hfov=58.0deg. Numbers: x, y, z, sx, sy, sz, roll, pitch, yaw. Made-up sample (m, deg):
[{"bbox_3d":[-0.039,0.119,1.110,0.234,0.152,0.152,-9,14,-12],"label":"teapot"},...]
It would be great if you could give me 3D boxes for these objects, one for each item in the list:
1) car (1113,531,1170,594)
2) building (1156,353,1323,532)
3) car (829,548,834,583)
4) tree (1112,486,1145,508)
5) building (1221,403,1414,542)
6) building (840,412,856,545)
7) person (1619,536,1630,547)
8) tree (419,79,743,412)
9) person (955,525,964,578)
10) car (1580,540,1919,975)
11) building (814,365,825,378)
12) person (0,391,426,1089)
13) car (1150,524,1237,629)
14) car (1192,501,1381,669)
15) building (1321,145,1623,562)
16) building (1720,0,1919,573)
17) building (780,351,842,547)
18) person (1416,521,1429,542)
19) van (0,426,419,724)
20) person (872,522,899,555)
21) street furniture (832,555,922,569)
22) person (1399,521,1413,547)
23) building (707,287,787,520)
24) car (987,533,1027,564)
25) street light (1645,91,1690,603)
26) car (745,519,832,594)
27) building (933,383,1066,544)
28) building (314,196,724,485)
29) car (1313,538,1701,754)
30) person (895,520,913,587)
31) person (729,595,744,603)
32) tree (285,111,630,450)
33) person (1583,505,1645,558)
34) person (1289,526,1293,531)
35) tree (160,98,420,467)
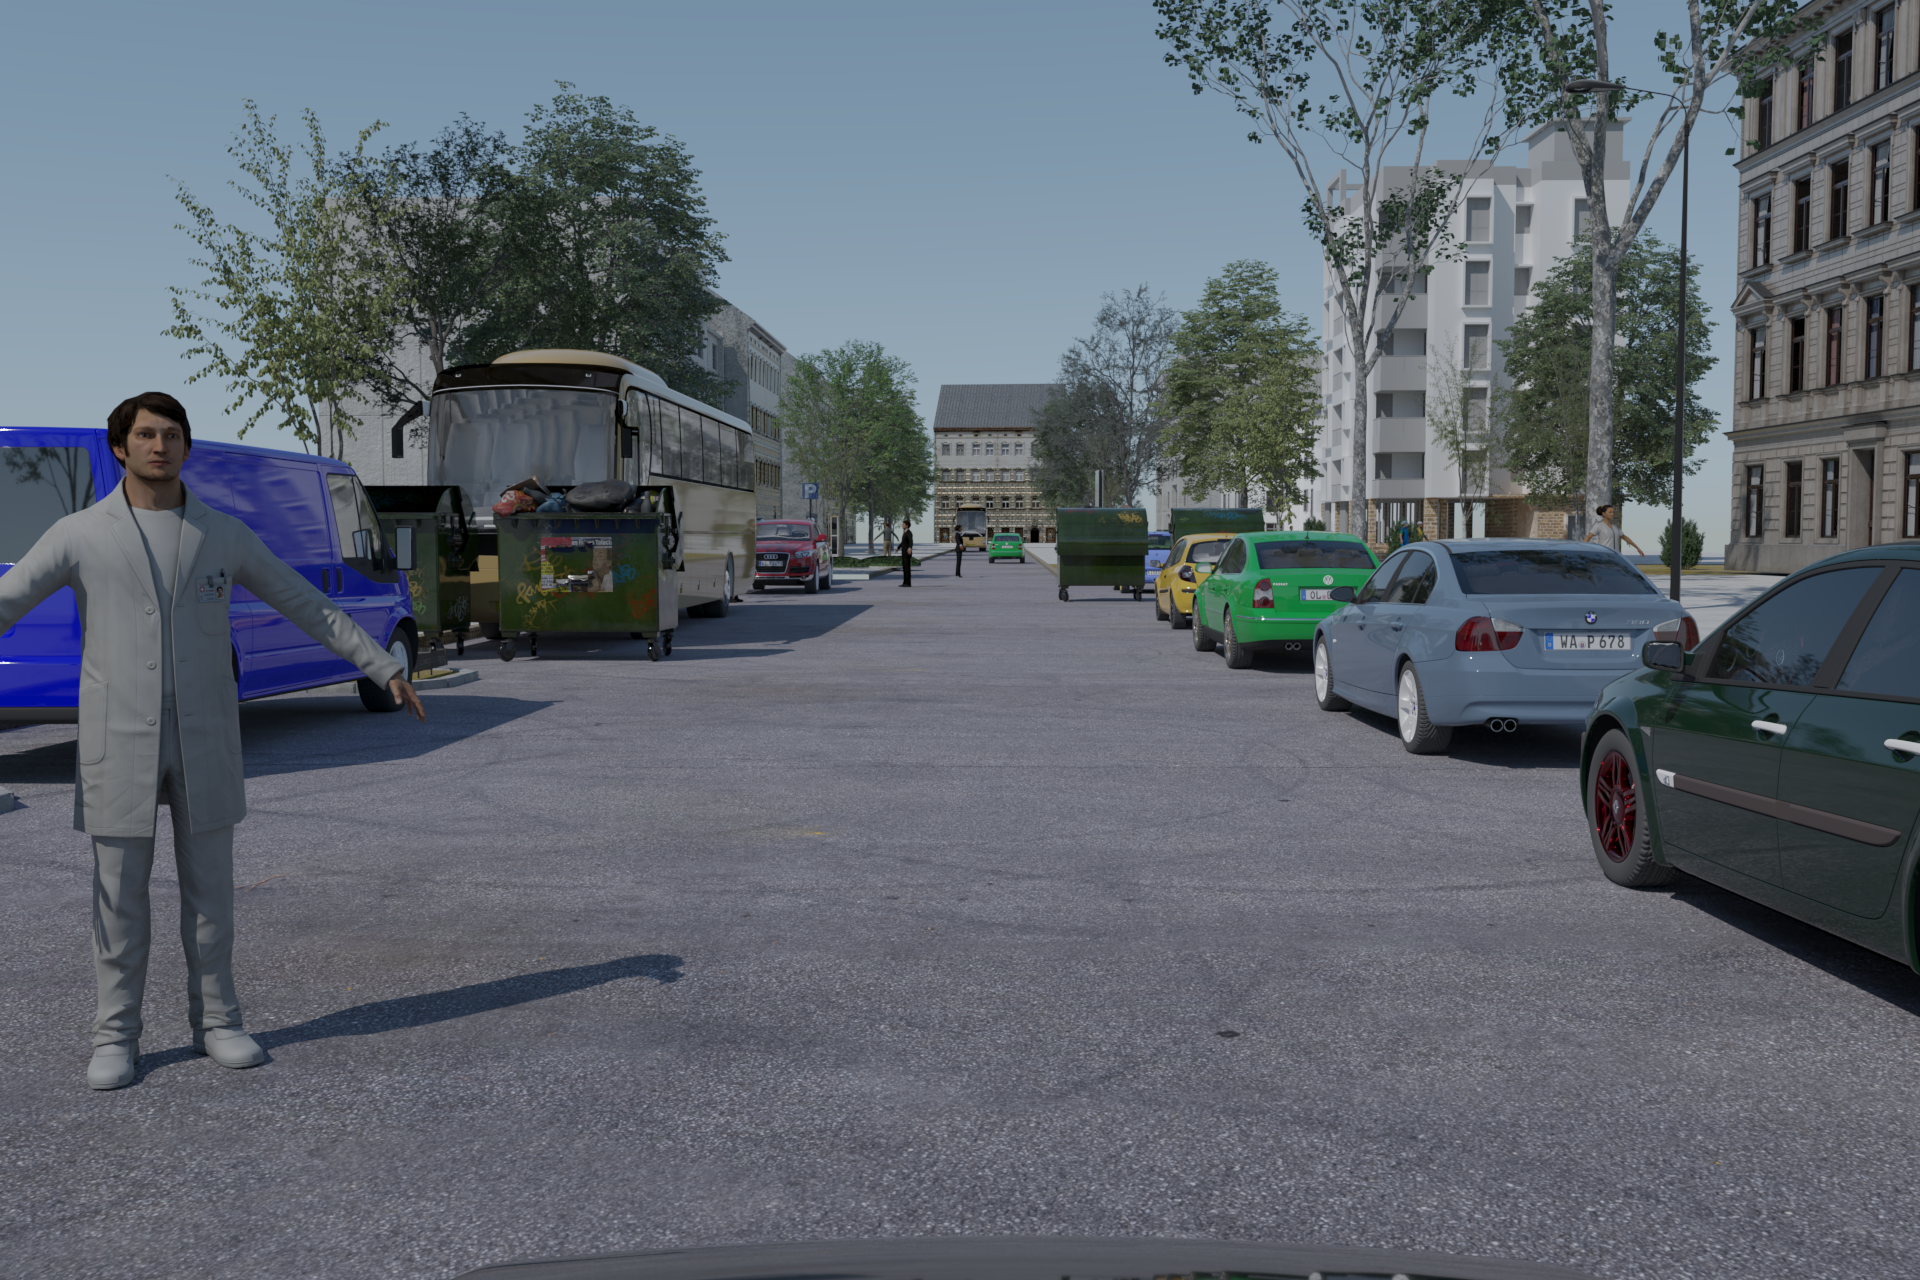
[{"bbox_3d":[4.718,-2.045,43.026,1.945,1.707,3.694,0,4,1],"label":"car"},{"bbox_3d":[30.025,-19.053,177.971,16.747,18.905,31.486,0,4,1],"label":"building"},{"bbox_3d":[-4.645,-2.315,49.859,2.014,1.417,4.499,0,4,1],"label":"car"},{"bbox_3d":[23.243,-19.283,249.684,7.601,10.594,8.767,0,4,7],"label":"tree"},{"bbox_3d":[24.171,-10.865,119.784,9.099,9.664,28.070,0,4,2],"label":"building"},{"bbox_3d":[-23.050,-23.645,217.523,19.493,23.208,18.063,0,4,1],"label":"building"},{"bbox_3d":[18.604,-2.675,49.910,1.345,1.807,0.704,1,4,17],"label":"person"},{"bbox_3d":[-11.023,-8.808,50.658,9.857,13.997,8.962,0,3,0],"label":"tree"},{"bbox_3d":[0.041,-2.931,57.104,0.721,1.740,1.216,0,4,-1],"label":"person"},{"bbox_3d":[3.507,0.242,5.831,2.009,1.686,4.222,0,4,0],"label":"car"},{"bbox_3d":[-21.224,-20.680,194.542,16.016,20.090,11.380,0,4,1],"label":"building"},{"bbox_3d":[-2.127,0.246,4.619,1.347,1.806,0.705,-2,4,-34],"label":"person"},{"bbox_3d":[4.057,-1.052,27.431,2.015,1.641,3.980,0,4,2],"label":"car"},{"bbox_3d":[3.738,-0.670,19.757,1.959,1.807,4.718,0,4,0],"label":"car"},{"bbox_3d":[24.371,-14.348,91.005,16.016,20.090,11.380,0,4,1],"label":"building"},{"bbox_3d":[29.320,-11.194,46.635,10.561,19.211,19.286,0,4,2],"label":"building"},{"bbox_3d":[-22.460,-21.363,180.212,19.493,23.208,18.063,0,4,2],"label":"building"},{"bbox_3d":[20.029,-4.245,75.379,0.705,1.833,1.349,3,5,42],"label":"person"},{"bbox_3d":[-5.494,-0.481,12.242,2.240,2.365,5.245,0,4,1],"label":"van"},{"bbox_3d":[-3.185,-4.226,75.369,1.348,1.796,0.705,-2,4,-32],"label":"person"},{"bbox_3d":[-6.631,-3.130,66.809,10.072,0.657,5.734,0,4,6],"label":"street furniture"},{"bbox_3d":[17.676,-3.833,68.790,0.704,1.817,1.347,2,4,31],"label":"person"},{"bbox_3d":[-24.004,-18.423,132.148,19.493,23.208,18.063,0,4,1],"label":"building"},{"bbox_3d":[2.322,-4.690,85.480,1.959,1.807,4.718,0,4,2],"label":"car"},{"bbox_3d":[7.971,-2.770,17.835,1.470,5.913,1.316,0,4,1],"label":"street light"},{"bbox_3d":[-4.380,-2.113,43.223,2.281,1.827,5.304,0,4,1],"label":"car"},{"bbox_3d":[6.270,-25.594,251.840,18.063,23.208,19.493,0,4,6],"label":"building"},{"bbox_3d":[-25.250,-14.702,106.841,16.747,18.905,31.486,0,4,1],"label":"building"},{"bbox_3d":[3.787,-0.034,12.558,2.014,1.417,4.499,0,4,0],"label":"car"},{"bbox_3d":[-1.473,-2.335,46.821,0.705,1.806,1.347,-1,4,-18],"label":"person"},{"bbox_3d":[-4.730,-1.710,36.197,0.705,1.856,1.354,1,4,17],"label":"person"},{"bbox_3d":[-10.746,-6.304,37.486,8.767,10.594,7.601,1,4,23],"label":"tree"},{"bbox_3d":[10.046,-1.221,26.729,1.217,1.739,0.721,-1,4,-20],"label":"person"},{"bbox_3d":[18.084,-5.357,94.300,1.216,1.740,0.721,-1,4,-17],"label":"person"},{"bbox_3d":[-10.940,-4.822,29.199,4.737,8.622,4.395,0,3,0],"label":"tree"}]
